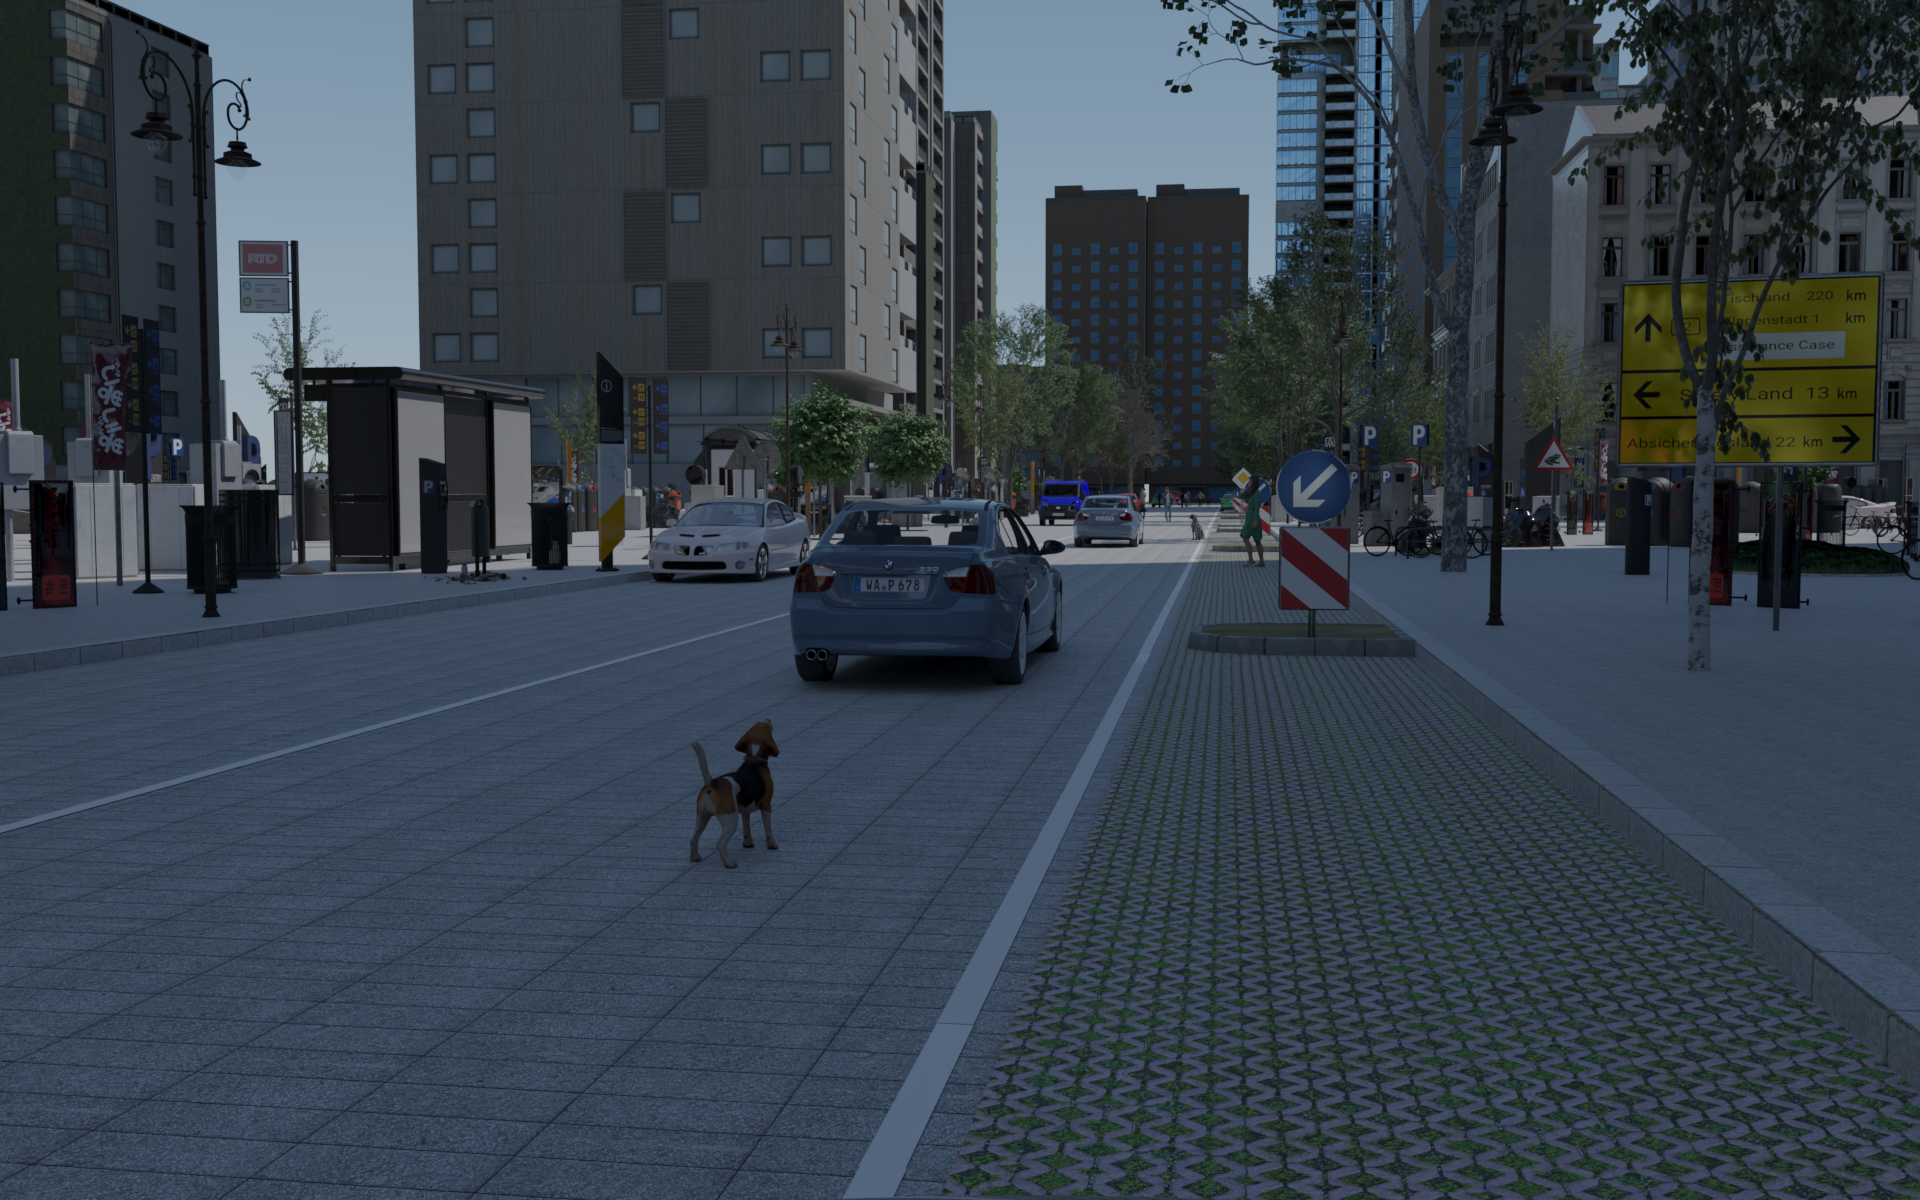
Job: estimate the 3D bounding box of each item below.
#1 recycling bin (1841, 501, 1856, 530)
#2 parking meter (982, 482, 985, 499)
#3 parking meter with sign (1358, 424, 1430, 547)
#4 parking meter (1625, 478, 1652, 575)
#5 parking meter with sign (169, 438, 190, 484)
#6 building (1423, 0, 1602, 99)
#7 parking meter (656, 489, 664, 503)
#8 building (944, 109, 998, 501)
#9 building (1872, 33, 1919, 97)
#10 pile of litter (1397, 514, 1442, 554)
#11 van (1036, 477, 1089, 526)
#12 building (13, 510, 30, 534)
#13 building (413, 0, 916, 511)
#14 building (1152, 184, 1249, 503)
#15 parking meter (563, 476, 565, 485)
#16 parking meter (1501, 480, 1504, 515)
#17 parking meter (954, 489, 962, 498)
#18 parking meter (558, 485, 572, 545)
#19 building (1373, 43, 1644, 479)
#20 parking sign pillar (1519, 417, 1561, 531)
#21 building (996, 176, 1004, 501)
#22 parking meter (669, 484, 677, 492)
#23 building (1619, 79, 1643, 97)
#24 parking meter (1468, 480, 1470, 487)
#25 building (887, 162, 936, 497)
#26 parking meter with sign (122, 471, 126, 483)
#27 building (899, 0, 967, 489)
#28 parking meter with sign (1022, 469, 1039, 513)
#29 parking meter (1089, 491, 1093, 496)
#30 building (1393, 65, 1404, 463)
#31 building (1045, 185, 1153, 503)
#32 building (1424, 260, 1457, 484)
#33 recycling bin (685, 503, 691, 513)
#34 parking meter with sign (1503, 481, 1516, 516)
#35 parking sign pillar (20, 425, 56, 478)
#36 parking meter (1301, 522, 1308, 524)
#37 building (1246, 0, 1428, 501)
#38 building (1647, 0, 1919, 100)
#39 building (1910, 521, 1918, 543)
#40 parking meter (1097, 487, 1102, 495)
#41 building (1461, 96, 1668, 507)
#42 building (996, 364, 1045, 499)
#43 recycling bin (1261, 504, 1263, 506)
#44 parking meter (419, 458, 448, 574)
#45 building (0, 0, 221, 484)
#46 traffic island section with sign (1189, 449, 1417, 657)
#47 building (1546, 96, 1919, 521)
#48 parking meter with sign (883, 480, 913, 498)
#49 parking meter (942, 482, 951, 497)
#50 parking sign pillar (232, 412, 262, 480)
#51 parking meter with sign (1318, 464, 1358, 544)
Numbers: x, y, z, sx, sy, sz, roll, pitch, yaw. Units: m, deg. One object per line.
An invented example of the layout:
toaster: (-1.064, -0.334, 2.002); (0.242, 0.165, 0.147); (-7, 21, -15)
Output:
recycling bin: (31.592, -3.031, 62.112); (0.722, 1.027, 0.722); (-2, 4, -26)
parking meter: (1.107, -4.570, 80.425); (0.255, 1.863, 0.399); (1, 4, 14)
parking meter with sign: (10.723, -2.840, 42.690); (1.738, 3.016, 0.543); (-2, 4, -31)
parking meter: (10.780, -1.169, 27.526); (0.372, 1.533, 0.369); (0, 3, 0)
parking meter with sign: (-23.693, -3.533, 54.023); (1.738, 3.016, 0.543); (1, 4, 14)
building: (47.645, -30.801, 153.711); (14.600, 45.320, 14.200); (1, 4, 9)
parking meter: (-14.022, -4.435, 80.929); (0.372, 1.533, 0.369); (0, 3, 0)
building: (-3.949, -30.384, 180.370); (14.154, 41.232, 14.086); (1, 4, 9)
building: (66.465, -17.355, 88.262); (34.151, 26.468, 19.350); (1, 4, 9)
pile of litter: (10.195, -1.451, 37.688); (1.719, 0.858, 1.176); (-2, 4, -30)
van: (4.825, -4.611, 79.774); (2.240, 2.365, 5.245); (1, 4, 10)
building: (-39.229, -21.422, 42.132); (23.993, 40.220, 32.217); (1, 4, 9)
building: (-18.050, -32.229, 116.177); (28.713, 52.752, 27.495); (1, 4, 9)
building: (34.642, -36.830, 252.274); (14.200, 45.320, 14.600); (1, 4, 9)
parking meter: (-10.955, -2.537, 47.185); (0.399, 1.863, 0.255); (2, 4, 26)
parking meter: (22.314, -4.041, 71.775); (0.255, 1.863, 0.399); (-1, 4, -15)
parking meter: (-0.100, -4.903, 88.583); (0.372, 1.533, 0.369); (0, 3, 0)
parking meter: (-10.047, -2.177, 43.999); (0.372, 1.533, 0.369); (0, 3, 0)
building: (58.196, -34.821, 188.927); (23.786, 49.044, 30.456); (1, 4, 9)
parking sign pillar: (20.266, -4.407, 60.528); (1.447, 3.967, 1.447); (-1, 4, -12)
building: (-9.140, -33.574, 203.555); (28.867, 44.769, 22.147); (1, 4, 9)
parking meter: (-16.120, -5.596, 97.204); (0.399, 1.863, 0.255); (-3, 4, -36)
building: (87.930, -43.079, 246.338); (28.212, 58.520, 21.231); (1, 4, 9)
parking meter: (21.518, -4.185, 74.143); (0.399, 1.863, 0.255); (0, 4, -1)
building: (-10.120, -22.863, 145.507); (14.160, 30.474, 14.107); (1, 4, 9)
parking meter with sign: (-47.134, -6.107, 96.105); (1.738, 3.016, 0.543); (0, 4, 4)
building: (-10.125, -44.272, 162.091); (20.563, 71.187, 20.611); (1, 4, 9)
parking meter with sign: (4.629, -7.590, 120.355); (1.738, 3.016, 0.543); (0, 4, 7)
parking meter: (10.926, -8.364, 145.165); (0.372, 1.533, 0.369); (0, 3, 0)
building: (49.947, -31.657, 167.698); (14.600, 45.320, 14.200); (1, 4, 9)
building: (20.219, -36.891, 253.281); (14.200, 45.320, 14.600); (1, 4, 9)
building: (42.928, -18.215, 133.976); (11.583, 22.565, 21.152); (1, 4, 9)
recycling bin: (-7.496, -2.298, 50.133); (0.722, 1.027, 0.722); (-3, 4, -36)
parking meter with sign: (31.438, -6.286, 99.033); (1.738, 3.016, 0.543); (1, 4, 22)
parking sign pillar: (-34.234, -4.627, 64.126); (1.447, 3.967, 1.447); (3, 5, 45)
parking meter: (14.837, -4.055, 74.716); (0.372, 1.533, 0.369); (0, 3, 0)
building: (57.401, -57.349, 250.331); (31.000, 86.520, 22.319); (1, 4, 9)
building: (91.399, -39.525, 188.238); (28.212, 58.520, 21.231); (1, 4, 9)
building: (33.213, -29.985, 32.261); (21.231, 58.520, 28.212); (1, 4, 9)
parking meter: (11.545, -8.397, 143.002); (0.399, 1.863, 0.255); (1, 4, 9)
building: (40.185, -18.077, 113.585); (12.078, 24.808, 19.932); (1, 4, 9)
building: (-0.224, -25.657, 264.537); (28.899, 21.520, 27.650); (1, 4, 9)
recycling bin: (22.023, -6.959, 126.336); (0.722, 1.027, 0.722); (2, 4, 32)
parking meter: (-8.477, -1.358, 27.913); (0.399, 1.863, 0.255); (1, 4, 15)
building: (-54.420, -20.267, 103.073); (14.107, 30.474, 14.160); (1, 4, 9)
traffic island section with sign: (3.156, -0.462, 16.182); (1.989, 1.847, 2.006); (1, 4, 9)
building: (39.798, -14.574, 87.438); (18.267, 20.994, 9.793); (1, 4, 9)
parking meter with sign: (-2.948, -5.019, 78.325); (1.738, 3.016, 0.543); (1, 4, 13)
parking meter: (-0.638, -4.610, 81.082); (0.399, 1.863, 0.255); (-1, 4, -16)
parking sign pillar: (-23.613, -4.217, 57.419); (1.447, 3.967, 1.447); (0, 4, -1)
parking meter with sign: (9.894, -2.949, 44.473); (0.543, 3.016, 1.738); (-2, 4, -30)
